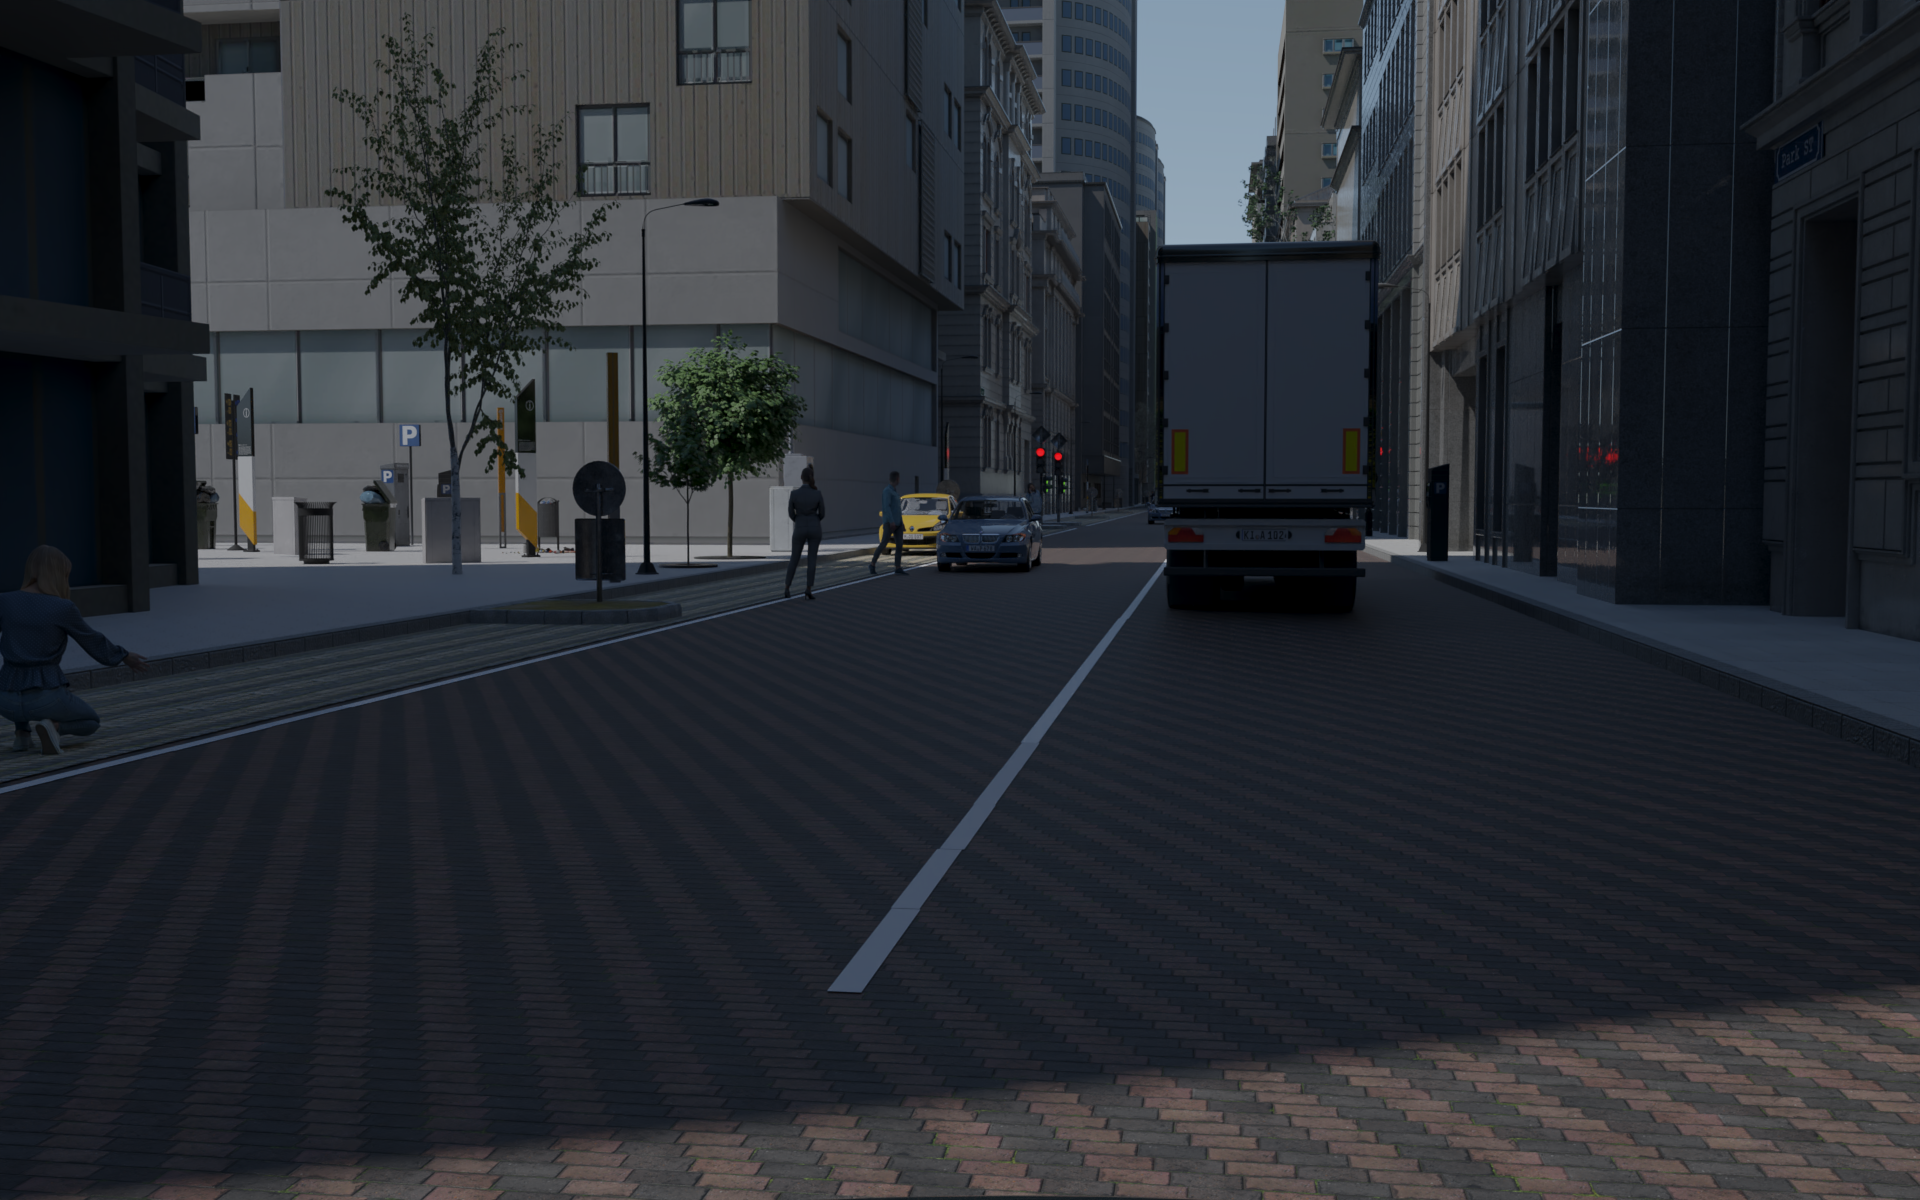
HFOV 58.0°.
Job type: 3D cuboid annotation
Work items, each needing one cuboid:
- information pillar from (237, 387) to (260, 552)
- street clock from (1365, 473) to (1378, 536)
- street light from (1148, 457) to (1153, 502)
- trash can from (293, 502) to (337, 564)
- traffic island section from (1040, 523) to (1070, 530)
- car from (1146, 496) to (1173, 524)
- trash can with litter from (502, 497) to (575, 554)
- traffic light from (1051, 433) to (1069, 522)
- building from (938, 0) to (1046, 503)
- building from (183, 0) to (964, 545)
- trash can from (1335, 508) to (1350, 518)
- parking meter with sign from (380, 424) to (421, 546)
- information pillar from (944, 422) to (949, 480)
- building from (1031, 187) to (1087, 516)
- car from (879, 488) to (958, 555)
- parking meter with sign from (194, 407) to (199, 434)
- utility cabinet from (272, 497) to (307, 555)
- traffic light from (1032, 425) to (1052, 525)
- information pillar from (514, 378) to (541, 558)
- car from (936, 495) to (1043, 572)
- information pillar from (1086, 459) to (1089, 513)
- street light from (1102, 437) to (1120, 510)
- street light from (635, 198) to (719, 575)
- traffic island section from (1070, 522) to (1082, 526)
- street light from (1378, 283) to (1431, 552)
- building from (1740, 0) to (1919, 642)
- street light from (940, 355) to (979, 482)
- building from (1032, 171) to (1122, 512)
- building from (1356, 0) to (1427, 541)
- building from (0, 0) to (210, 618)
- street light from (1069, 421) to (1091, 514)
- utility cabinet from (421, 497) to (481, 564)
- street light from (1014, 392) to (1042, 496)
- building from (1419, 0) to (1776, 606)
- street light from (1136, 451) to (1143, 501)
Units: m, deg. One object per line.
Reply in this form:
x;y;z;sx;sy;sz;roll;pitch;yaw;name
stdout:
-15.743;-2.868;38.252;0.504;3.616;0.183;2;4;31;information pillar
12.390;-2.930;52.483;0.471;2.002;0.358;-1;4;-16;street clock
23.394;-14.923;216.537;1.470;5.913;1.316;1;4;8;street light
-11.820;-1.231;31.783;0.748;1.137;0.748;0;3;0;trash can
3.294;-2.976;70.945;2.009;0.180;2.903;1;4;8;traffic island section
10.005;-4.385;83.701;2.014;1.417;4.499;1;4;8;car
-8.666;-1.620;37.550;2.233;1.210;1.678;1;4;23;trash can with litter
4.504;-5.491;78.703;0.839;4.253;0.868;1;4;8;traffic light
-3.496;-18.553;90.723;14.401;28.519;23.554;1;4;8;building
-14.600;-28.624;57.239;27.495;52.752;28.713;1;4;8;building
14.577;-3.327;66.043;0.748;1.137;0.748;0;3;0;trash can
-13.944;-2.837;42.646;0.543;3.016;1.738;1;4;12;parking meter with sign
-0.426;-3.957;56.052;0.183;3.616;0.504;0;4;7;information pillar
0.870;-16.706;114.948;13.314;21.916;24.055;1;4;8;building
-0.838;-1.917;41.573;2.015;1.641;3.980;0;4;8;car
-15.733;-2.302;33.895;0.543;3.016;1.738;1;4;19;parking meter with sign
-14.228;-1.568;36.806;1.020;1.237;0.306;3;5;43;utility cabinet
3.332;-5.008;70.804;0.839;4.253;0.868;1;4;8;traffic light
-8.760;-2.669;34.998;0.183;3.616;0.504;3;4;36;information pillar
0.625;-1.317;33.530;2.014;1.417;4.499;0;4;7;car
8.569;-7.660;116.595;0.183;3.616;0.504;0;4;0;information pillar
12.342;-10.340;141.593;1.470;5.913;1.316;1;4;8;street light
-4.470;-3.357;27.431;1.470;5.913;1.316;1;4;8;street light
4.466;-3.460;78.844;2.009;0.180;2.903;1;4;8;traffic island section
9.766;-4.018;38.240;1.470;5.913;1.316;1;4;8;street light
12.383;-10.512;8.030;11.583;22.565;21.152;1;4;8;building
-0.076;-5.235;58.139;1.470;5.913;1.316;1;4;8;street light
5.172;-21.116;138.758;14.314;27.812;24.014;1;4;8;building
18.998;-16.849;52.975;11.434;29.767;29.804;1;4;8;building
-19.623;-21.787;10.838;22.147;44.769;28.867;1;4;8;building
7.615;-8.421;110.222;1.470;5.913;1.316;1;4;8;street light
-9.479;-1.291;32.277;1.020;1.237;0.306;-2;4;-30;utility cabinet
3.035;-6.500;78.811;1.470;5.913;1.316;1;4;8;street light
15.009;-12.861;28.302;12.078;24.808;19.932;1;4;8;building
18.793;-13.047;185.859;1.470;5.913;1.316;1;4;8;street light
